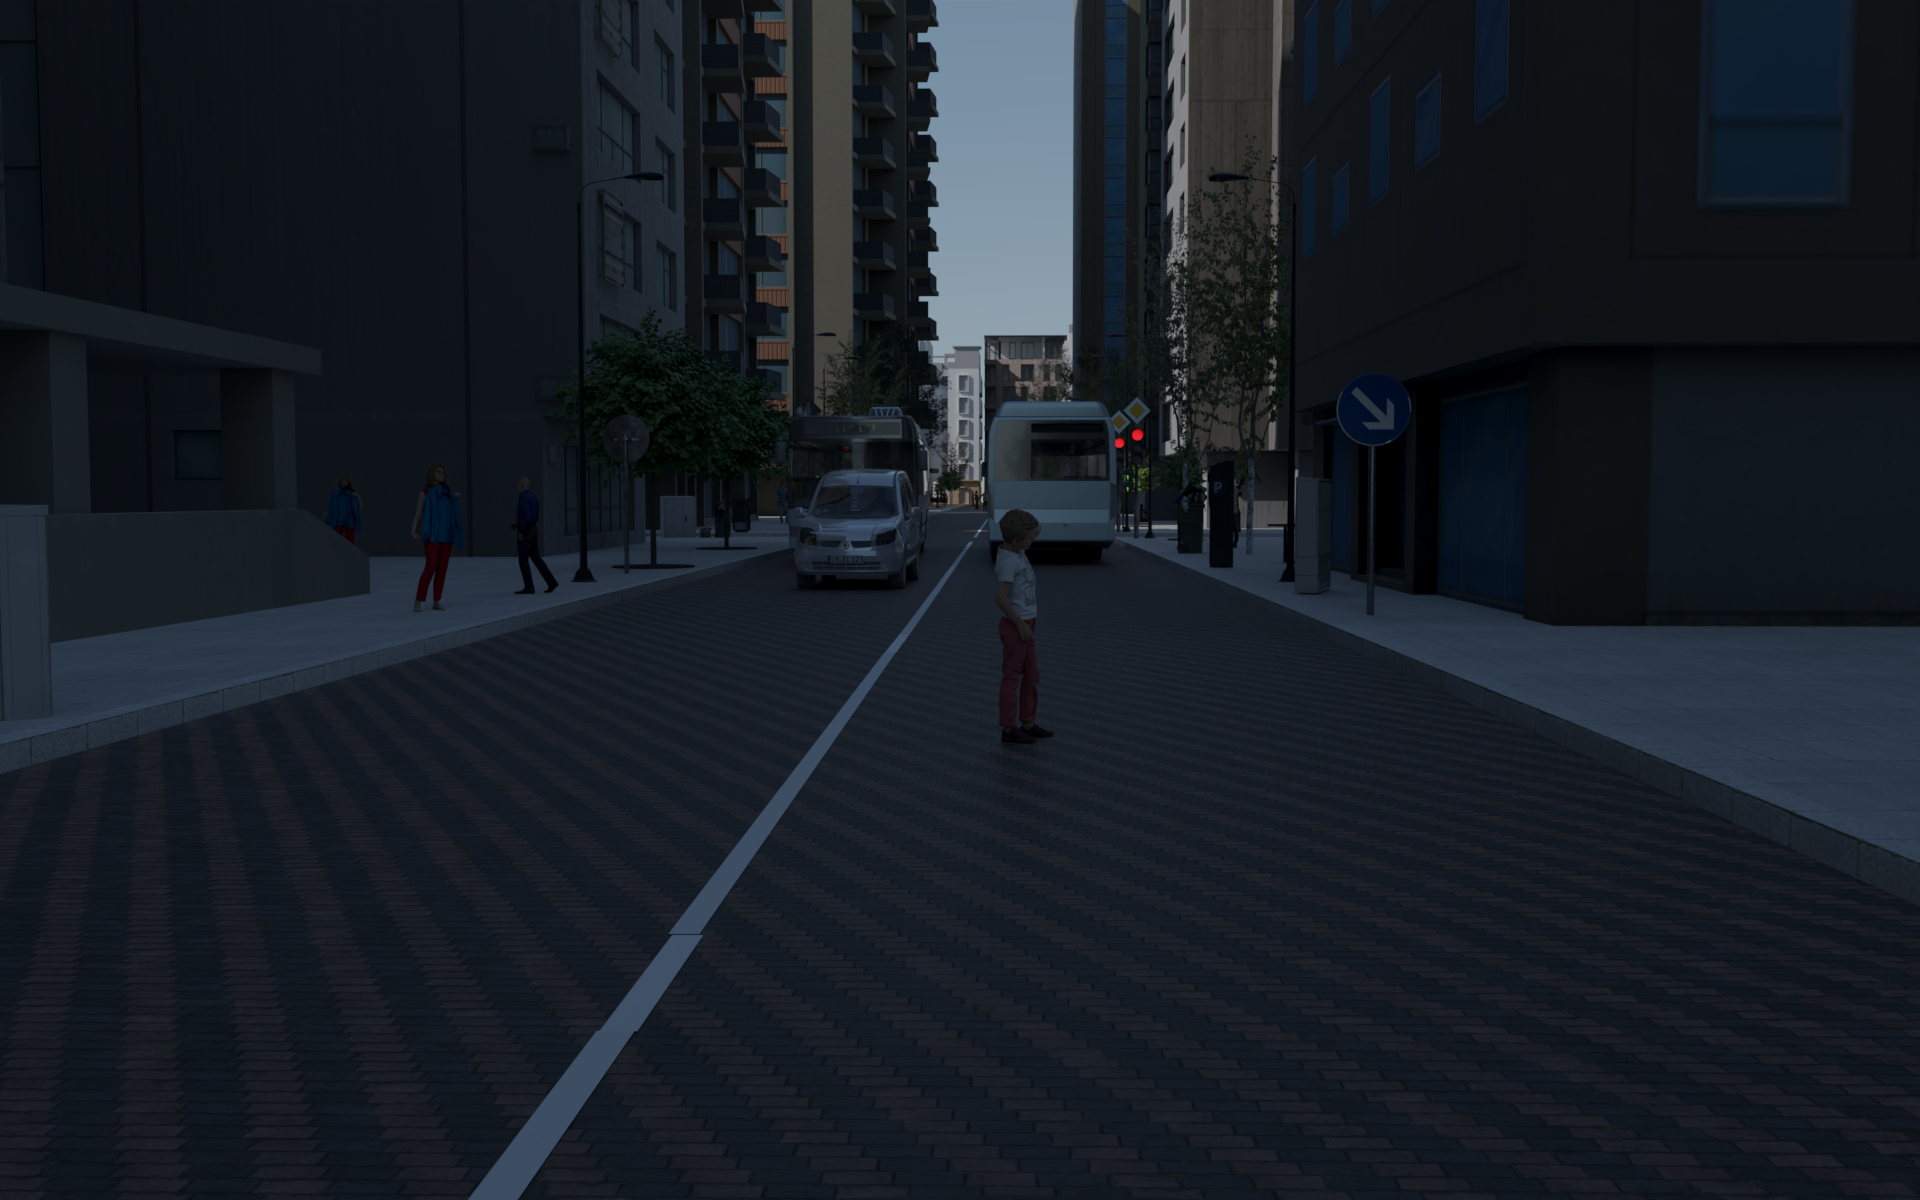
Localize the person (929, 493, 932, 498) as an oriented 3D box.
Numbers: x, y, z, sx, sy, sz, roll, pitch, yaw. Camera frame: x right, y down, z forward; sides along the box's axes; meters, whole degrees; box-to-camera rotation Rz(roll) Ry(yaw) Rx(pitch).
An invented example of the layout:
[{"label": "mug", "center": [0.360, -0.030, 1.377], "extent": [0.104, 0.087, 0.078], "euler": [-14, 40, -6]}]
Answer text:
[{"label": "person", "center": [-2.905, -8.523, 145.528], "extent": [1.348, 1.807, 0.705], "euler": [-2, 4, -32]}]

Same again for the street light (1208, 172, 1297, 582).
[{"label": "street light", "center": [4.289, -3.219, 25.180], "extent": [1.470, 5.913, 1.316], "euler": [0, 4, 2]}]

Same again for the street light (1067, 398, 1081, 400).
[{"label": "street light", "center": [5.847, -6.783, 83.446], "extent": [1.470, 5.913, 1.316], "euler": [0, 4, 2]}]

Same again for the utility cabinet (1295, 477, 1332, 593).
[{"label": "utility cabinet", "center": [4.623, -0.851, 22.586], "extent": [0.318, 1.500, 1.173], "euler": [1, 4, 20]}]

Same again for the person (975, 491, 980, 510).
[{"label": "person", "center": [1.580, -9.154, 158.970], "extent": [0.445, 1.727, 0.742], "euler": [0, 4, 7]}]

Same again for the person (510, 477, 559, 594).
[{"label": "person", "center": [-5.586, -0.831, 22.330], "extent": [0.600, 1.496, 0.574], "euler": [2, 4, 32]}]

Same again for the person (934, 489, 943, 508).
[{"label": "person", "center": [-1.977, -9.277, 158.449], "extent": [0.721, 1.743, 1.217], "euler": [-3, 5, -41]}]

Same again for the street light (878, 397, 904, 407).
[{"label": "street light", "center": [-3.367, -6.755, 82.982], "extent": [1.470, 5.913, 1.316], "euler": [0, 4, 2]}]

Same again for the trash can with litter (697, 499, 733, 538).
[{"label": "trash can with litter", "center": [-7.227, -2.420, 50.957], "extent": [1.055, 1.170, 0.624], "euler": [0, 4, 7]}]

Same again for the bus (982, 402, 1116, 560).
[{"label": "bus", "center": [1.950, -2.826, 41.061], "extent": [2.948, 3.499, 13.247], "euler": [0, 4, 1]}]

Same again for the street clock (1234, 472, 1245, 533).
[{"label": "street clock", "center": [9.253, -3.254, 57.776], "extent": [0.358, 2.002, 0.471], "euler": [-3, 5, -40]}]

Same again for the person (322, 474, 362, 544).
[{"label": "person", "center": [-10.207, -1.277, 28.632], "extent": [0.593, 1.614, 0.444], "euler": [1, 4, 13]}]

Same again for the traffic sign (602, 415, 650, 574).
[{"label": "traffic sign", "center": [-5.370, -1.696, 27.843], "extent": [0.768, 2.556, 0.104], "euler": [0, 4, 4]}]

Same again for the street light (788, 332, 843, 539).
[{"label": "street light", "center": [-4.244, -4.727, 49.835], "extent": [1.470, 5.913, 1.316], "euler": [0, 4, 2]}]

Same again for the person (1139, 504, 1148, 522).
[{"label": "person", "center": [8.409, -3.979, 79.389], "extent": [0.859, 0.850, 0.655], "euler": [-2, 4, -35]}]

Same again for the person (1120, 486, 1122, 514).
[{"label": "person", "center": [10.107, -6.331, 109.688], "extent": [0.434, 1.807, 0.598], "euler": [1, 4, 10]}]

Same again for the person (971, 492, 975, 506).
[{"label": "person", "center": [1.521, -11.945, 204.603], "extent": [0.445, 1.727, 0.742], "euler": [-1, 4, -9]}]

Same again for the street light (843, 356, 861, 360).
[{"label": "street light", "center": [-4.037, -5.252, 58.409], "extent": [1.470, 5.913, 1.316], "euler": [0, 4, 2]}]

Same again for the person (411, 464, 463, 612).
[{"label": "person", "center": [-5.753, -0.691, 19.051], "extent": [0.593, 1.614, 0.444], "euler": [-2, 4, -28]}]

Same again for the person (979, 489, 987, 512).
[{"label": "person", "center": [2.069, -8.106, 141.125], "extent": [1.348, 1.812, 0.705], "euler": [-2, 4, -31]}]

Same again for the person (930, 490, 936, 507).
[{"label": "person", "center": [-2.867, -10.425, 177.275], "extent": [1.217, 1.735, 0.721], "euler": [-1, 4, -21]}]

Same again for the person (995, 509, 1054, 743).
[{"label": "person", "center": [0.376, 0.146, 10.028], "extent": [0.340, 1.345, 0.435], "euler": [0, 4, 3]}]

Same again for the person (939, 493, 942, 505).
[{"label": "person", "center": [-2.315, -12.279, 207.628], "extent": [1.217, 1.723, 0.721], "euler": [2, 4, 29]}]

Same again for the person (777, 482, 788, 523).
[{"label": "person", "center": [-7.799, -4.314, 76.710], "extent": [0.598, 1.807, 0.434], "euler": [1, 4, 21]}]

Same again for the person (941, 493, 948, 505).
[{"label": "person", "center": [-1.772, -11.742, 198.569], "extent": [0.990, 1.755, 0.434], "euler": [3, 5, 42]}]

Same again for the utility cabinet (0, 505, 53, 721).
[{"label": "utility cabinet", "center": [-5.691, 0.061, 10.163], "extent": [1.020, 1.237, 0.306], "euler": [3, 5, 42]}]

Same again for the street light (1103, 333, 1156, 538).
[{"label": "street light", "center": [4.977, -4.747, 50.147], "extent": [1.470, 5.913, 1.316], "euler": [0, 4, 2]}]

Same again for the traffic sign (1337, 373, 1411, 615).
[{"label": "traffic sign", "center": [4.351, -1.112, 18.290], "extent": [0.768, 2.556, 0.104], "euler": [0, 4, 7]}]

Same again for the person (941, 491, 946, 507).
[{"label": "person", "center": [-1.629, -10.187, 174.064], "extent": [0.593, 1.643, 0.415], "euler": [-3, 5, -44]}]

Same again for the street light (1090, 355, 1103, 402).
[{"label": "street light", "center": [5.072, -5.235, 58.136], "extent": [1.470, 5.913, 1.316], "euler": [0, 4, 2]}]

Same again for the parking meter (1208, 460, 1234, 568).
[{"label": "parking meter", "center": [4.554, -1.498, 30.211], "extent": [0.399, 1.863, 0.255], "euler": [3, 5, 42]}]

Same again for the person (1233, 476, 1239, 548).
[{"label": "person", "center": [6.345, -2.127, 41.342], "extent": [0.617, 1.759, 0.750], "euler": [-2, 4, -34]}]

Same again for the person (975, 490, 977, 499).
[{"label": "person", "center": [1.657, -10.103, 173.704], "extent": [0.705, 1.821, 1.348], "euler": [0, 4, 3]}]

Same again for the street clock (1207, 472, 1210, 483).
[{"label": "street clock", "center": [7.445, -2.817, 50.635], "extent": [0.358, 2.002, 0.471], "euler": [-2, 4, -26]}]

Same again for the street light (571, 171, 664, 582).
[{"label": "street light", "center": [-4.955, -3.215, 25.104], "extent": [1.470, 5.913, 1.316], "euler": [0, 4, 2]}]

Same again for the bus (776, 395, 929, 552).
[{"label": "bus", "center": [-2.103, -2.731, 39.514], "extent": [2.948, 3.499, 13.247], "euler": [0, 3, 0]}]

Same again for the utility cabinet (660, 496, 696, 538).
[{"label": "utility cabinet", "center": [-8.335, -2.450, 51.219], "extent": [1.020, 1.237, 0.306], "euler": [-2, 4, -34]}]
